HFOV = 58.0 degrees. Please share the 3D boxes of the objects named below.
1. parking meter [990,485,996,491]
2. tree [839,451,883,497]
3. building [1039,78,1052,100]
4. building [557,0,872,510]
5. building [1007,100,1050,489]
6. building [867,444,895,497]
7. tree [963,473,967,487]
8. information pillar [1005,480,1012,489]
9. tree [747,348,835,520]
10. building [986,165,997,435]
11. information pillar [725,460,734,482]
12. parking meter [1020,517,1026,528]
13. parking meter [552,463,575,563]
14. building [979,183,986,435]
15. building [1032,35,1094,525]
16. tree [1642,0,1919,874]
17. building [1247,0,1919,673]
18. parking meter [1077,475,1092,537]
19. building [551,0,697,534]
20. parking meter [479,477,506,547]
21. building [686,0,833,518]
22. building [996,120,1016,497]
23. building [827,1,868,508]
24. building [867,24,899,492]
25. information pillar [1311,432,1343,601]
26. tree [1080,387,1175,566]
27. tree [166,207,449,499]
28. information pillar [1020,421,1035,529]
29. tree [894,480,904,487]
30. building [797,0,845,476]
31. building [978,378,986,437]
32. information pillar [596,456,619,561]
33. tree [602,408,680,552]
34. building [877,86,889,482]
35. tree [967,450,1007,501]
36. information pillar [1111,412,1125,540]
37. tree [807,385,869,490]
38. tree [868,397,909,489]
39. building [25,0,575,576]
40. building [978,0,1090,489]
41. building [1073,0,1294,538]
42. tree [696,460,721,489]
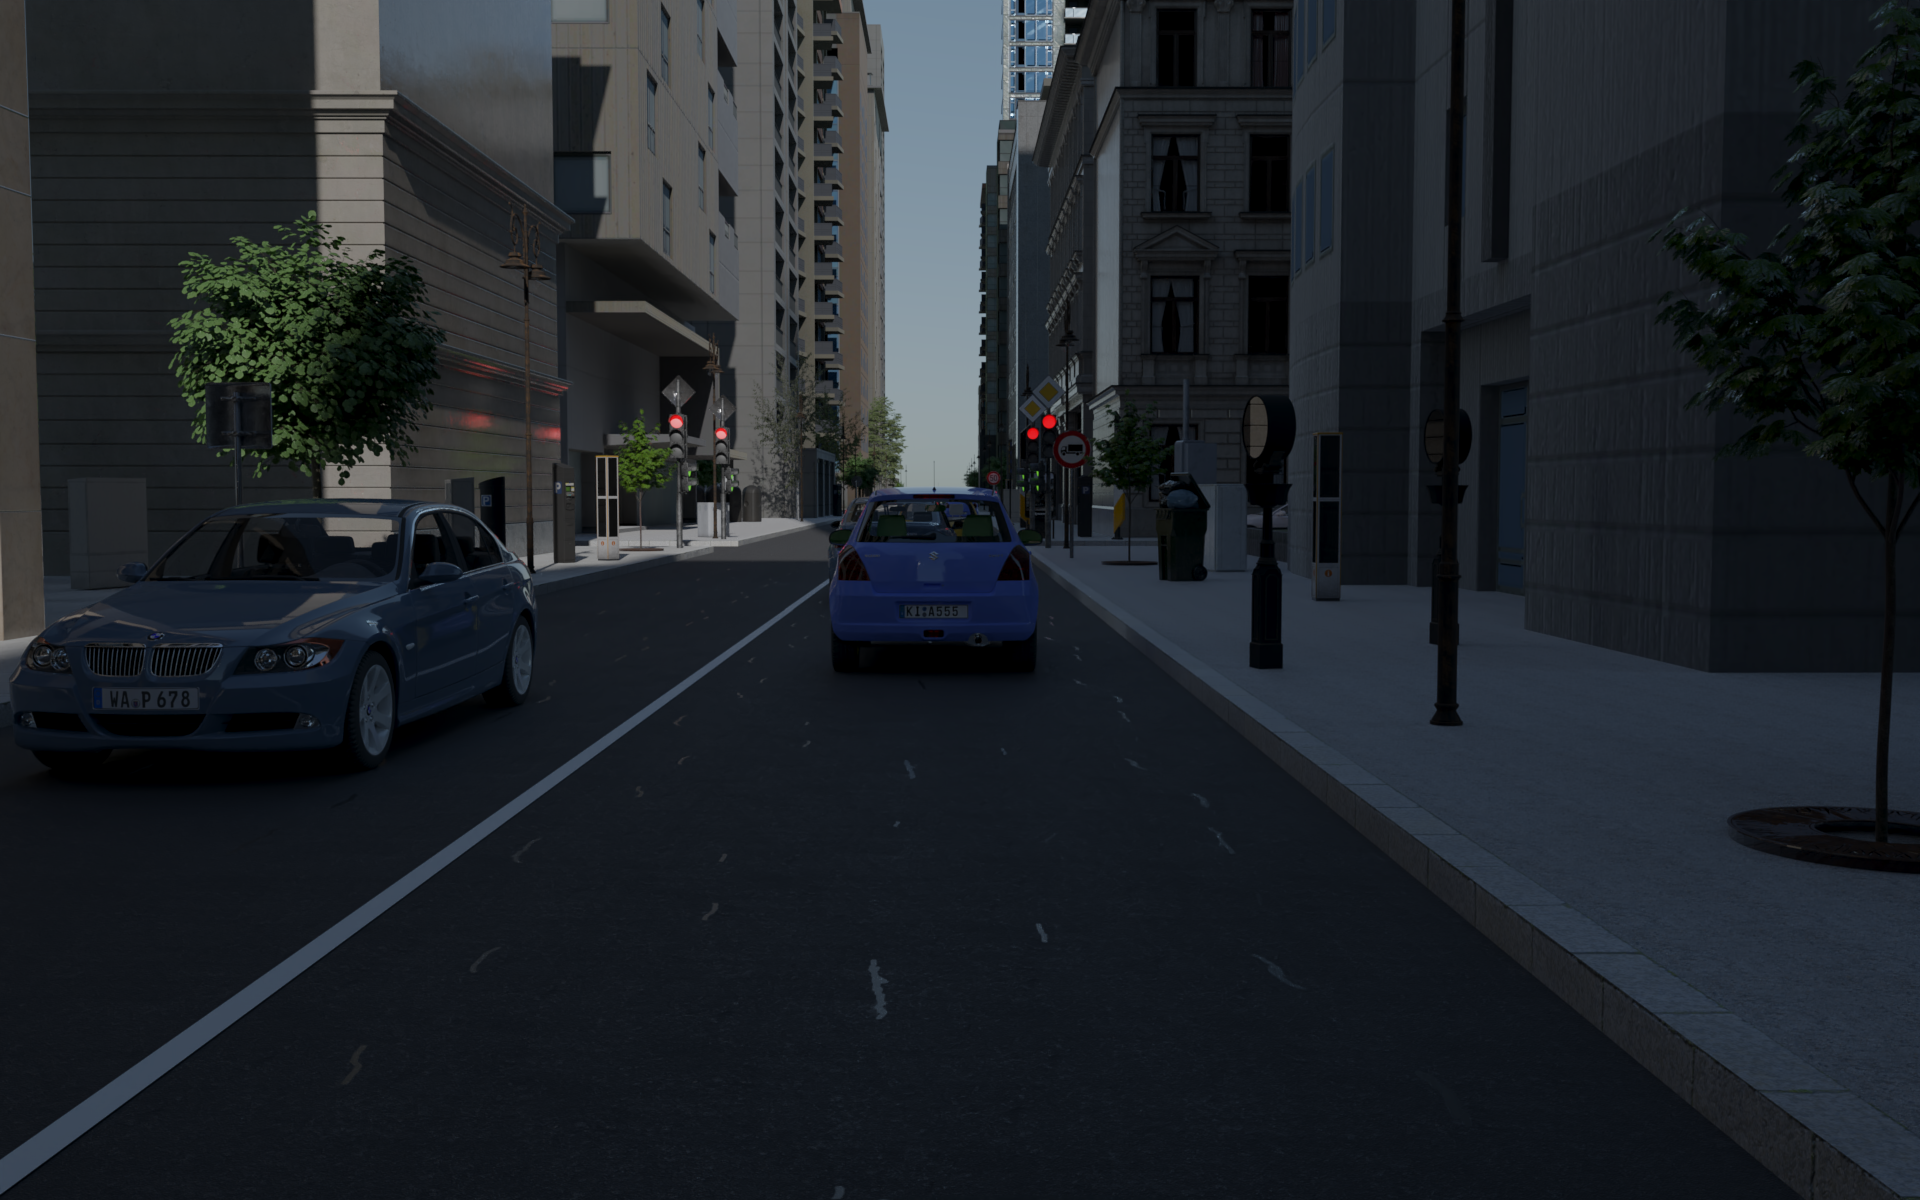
[{"bbox_3d":[1.890,-5.714,99.138,0.255,1.863,0.399,2,4,26],"label":"parking meter"},{"bbox_3d":[-7.539,-9.027,131.299,4.285,4.588,4.351,0,3,0],"label":"tree"},{"bbox_3d":[19.204,-28.373,155.774,32.217,40.220,23.993,0,4,0],"label":"building"},{"bbox_3d":[-23.986,-36.158,180.415,28.713,52.752,27.495,0,4,0],"label":"building"},{"bbox_3d":[9.431,-18.124,114.344,12.078,24.808,19.932,0,4,0],"label":"building"},{"bbox_3d":[-25.571,-33.989,247.595,32.217,40.220,23.993,0,4,0],"label":"building"},{"bbox_3d":[1.836,-13.694,207.608,4.285,4.588,4.351,0,3,0],"label":"tree"},{"bbox_3d":[2.482,-5.114,88.101,0.304,2.012,0.304,-1,4,-8],"label":"information pillar"},{"bbox_3d":[-8.339,-8.304,86.139,4.360,8.622,3.978,0,3,0],"label":"tree"},{"bbox_3d":[10.218,-32.678,217.878,14.154,41.232,14.086,0,4,0],"label":"building"},{"bbox_3d":[-10.792,-5.463,80.678,0.504,3.616,0.183,1,4,13],"label":"information pillar"},{"bbox_3d":[2.421,-3.683,65.924,0.255,1.863,0.399,0,4,-3],"label":"parking meter"},{"bbox_3d":[-7.368,-1.622,32.233,0.399,1.863,0.255,3,4,38],"label":"parking meter"},{"bbox_3d":[13.738,-35.756,239.227,22.147,44.769,28.867,0,4,0],"label":"building"},{"bbox_3d":[8.814,-14.252,83.935,10.553,20.767,40.483,0,4,0],"label":"building"},{"bbox_3d":[3.285,-0.718,6.344,1.663,3.219,1.824,0,3,0],"label":"tree"},{"bbox_3d":[15.782,-29.522,24.676,21.231,58.520,28.212,0,4,0],"label":"building"},{"bbox_3d":[3.727,-2.847,52.254,0.255,1.863,0.399,2,4,28],"label":"parking meter"},{"bbox_3d":[-22.721,-28.904,61.812,28.713,52.752,27.495,0,4,0],"label":"building"},{"bbox_3d":[-6.770,-1.020,25.082,0.372,1.533,0.369,0,3,0],"label":"parking meter"},{"bbox_3d":[-17.862,-40.486,100.195,20.563,71.187,20.611,0,4,0],"label":"building"},{"bbox_3d":[9.847,-22.343,137.002,14.160,30.474,14.107,0,4,0],"label":"building"},{"bbox_3d":[-15.718,-31.154,159.476,14.600,45.320,14.200,0,4,0],"label":"building"},{"bbox_3d":[-19.840,-50.843,269.529,20.563,71.187,20.611,0,4,0],"label":"building"},{"bbox_3d":[4.403,-0.997,20.787,0.304,2.012,0.304,0,4,1],"label":"information pillar"},{"bbox_3d":[3.063,-2.262,31.586,1.663,3.219,1.824,0,3,0],"label":"tree"},{"bbox_3d":[-7.492,-2.216,19.938,4.285,4.588,4.351,0,3,0],"label":"tree"},{"bbox_3d":[2.151,-3.892,54.986,0.504,3.616,0.183,-1,4,-9],"label":"information pillar"},{"bbox_3d":[-8.256,-15.457,247.318,1.663,3.219,1.824,0,3,0],"label":"tree"},{"bbox_3d":[-20.756,-29.562,137.970,22.147,44.769,28.867,0,4,0],"label":"building"},{"bbox_3d":[16.840,-25.953,269.374,27.650,21.520,28.899,0,4,0],"label":"building"},{"bbox_3d":[-6.780,-1.764,33.336,0.304,2.012,0.304,2,4,35],"label":"information pillar"},{"bbox_3d":[-7.160,-2.711,38.930,1.663,3.219,1.824,0,3,0],"label":"tree"},{"bbox_3d":[-23.763,-38.672,221.527,28.713,52.752,27.495,0,4,0],"label":"building"},{"bbox_3d":[3.173,-8.851,128.426,4.285,4.588,4.351,0,3,0],"label":"tree"},{"bbox_3d":[4.472,-3.502,48.612,0.183,3.616,0.504,-2,4,-27],"label":"information pillar"},{"bbox_3d":[-8.480,-10.253,118.001,4.737,8.622,4.395,0,3,0],"label":"tree"},{"bbox_3d":[-9.486,-17.303,201.025,7.486,12.596,7.792,0,3,0],"label":"tree"},{"bbox_3d":[-25.819,-13.085,33.032,34.723,24.649,14.460,0,4,0],"label":"building"},{"bbox_3d":[13.335,-53.156,181.772,22.319,86.520,31.000,0,4,0],"label":"building"},{"bbox_3d":[13.574,-11.642,54.971,19.286,19.102,10.561,0,4,0],"label":"building"},{"bbox_3d":[-12.721,-6.204,85.152,4.285,4.588,4.351,0,3,0],"label":"tree"}]
